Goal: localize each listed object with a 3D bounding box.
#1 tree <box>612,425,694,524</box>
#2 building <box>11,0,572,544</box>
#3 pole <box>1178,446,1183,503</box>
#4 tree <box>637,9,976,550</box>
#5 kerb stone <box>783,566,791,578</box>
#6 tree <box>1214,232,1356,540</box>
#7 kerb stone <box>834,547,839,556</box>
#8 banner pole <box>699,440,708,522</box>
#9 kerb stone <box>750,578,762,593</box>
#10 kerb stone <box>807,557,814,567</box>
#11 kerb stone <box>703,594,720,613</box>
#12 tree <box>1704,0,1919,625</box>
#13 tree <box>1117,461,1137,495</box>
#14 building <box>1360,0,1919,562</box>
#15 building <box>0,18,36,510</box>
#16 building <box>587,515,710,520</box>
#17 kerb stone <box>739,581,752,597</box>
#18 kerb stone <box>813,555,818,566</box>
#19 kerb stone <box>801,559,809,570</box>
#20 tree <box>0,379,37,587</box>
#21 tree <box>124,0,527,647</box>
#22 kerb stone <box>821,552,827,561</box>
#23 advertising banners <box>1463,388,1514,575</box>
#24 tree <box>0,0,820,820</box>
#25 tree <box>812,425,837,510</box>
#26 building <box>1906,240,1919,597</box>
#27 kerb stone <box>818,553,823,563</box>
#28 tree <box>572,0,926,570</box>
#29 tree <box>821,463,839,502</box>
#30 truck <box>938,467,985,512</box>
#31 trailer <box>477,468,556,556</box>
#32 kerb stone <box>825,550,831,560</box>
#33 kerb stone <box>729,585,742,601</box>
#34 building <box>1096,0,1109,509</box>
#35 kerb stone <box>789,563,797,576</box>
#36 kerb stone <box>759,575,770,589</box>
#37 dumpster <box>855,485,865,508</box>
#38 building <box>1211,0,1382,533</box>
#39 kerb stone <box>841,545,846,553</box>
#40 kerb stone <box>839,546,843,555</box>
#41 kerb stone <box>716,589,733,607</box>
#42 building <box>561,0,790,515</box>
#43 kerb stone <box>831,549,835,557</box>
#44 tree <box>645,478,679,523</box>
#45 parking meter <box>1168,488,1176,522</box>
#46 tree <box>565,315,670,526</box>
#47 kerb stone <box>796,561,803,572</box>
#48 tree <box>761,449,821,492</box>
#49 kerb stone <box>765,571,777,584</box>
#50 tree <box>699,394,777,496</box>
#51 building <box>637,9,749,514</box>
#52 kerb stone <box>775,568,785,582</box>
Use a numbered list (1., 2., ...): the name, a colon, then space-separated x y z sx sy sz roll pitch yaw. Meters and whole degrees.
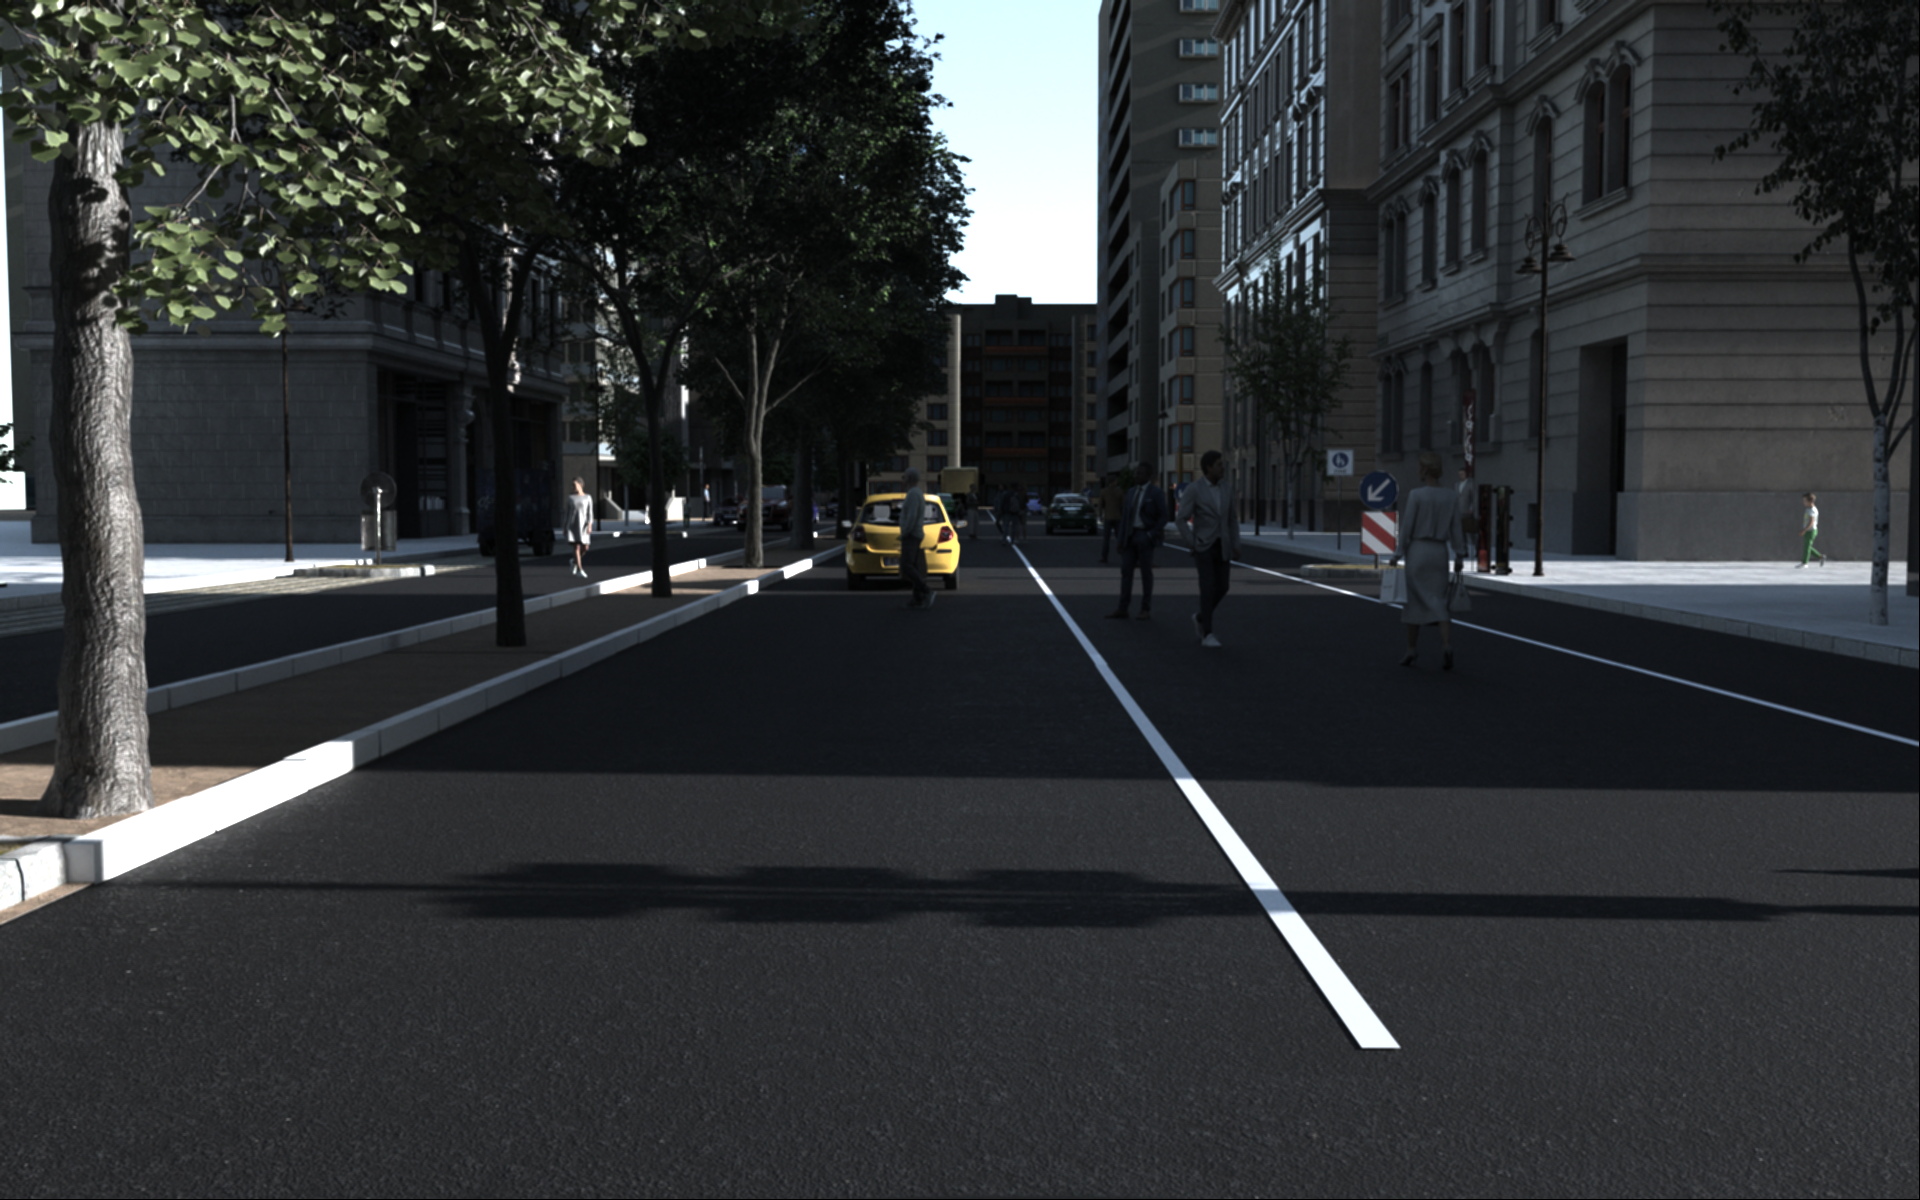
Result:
1. tree: -13.153 -5.532 74.161 4.285 4.588 4.351 0 3 0
2. building: -19.578 -11.901 45.488 10.553 20.767 40.483 0 4 1
3. pole: 9.426 -4.911 74.133 0.158 3.312 0.155 0 3 0
4. tree: -4.067 -8.246 43.937 9.857 13.997 8.962 0 3 0
5. kerb stone: -3.023 -0.442 29.426 0.120 0.150 1.000 0 4 1
6. tree: 9.230 -5.991 48.317 4.737 8.622 4.395 0 3 0
7. kerb stone: -2.934 -1.067 39.669 0.120 0.150 1.000 0 4 1
8. banner pole: -12.020 -5.545 80.685 0.401 3.779 0.863 -1 4 -21
9. kerb stone: -3.056 -0.191 25.327 0.120 0.150 1.000 0 4 1
10. kerb stone: -2.980 -0.693 33.521 0.120 0.150 1.000 0 4 1
11. kerb stone: -3.100 0.061 21.205 0.120 0.150 1.000 0 4 1
12. tree: 9.008 -4.046 16.510 4.360 8.622 3.978 0 3 0
13. tree: 10.103 -6.756 105.058 1.663 3.219 1.824 0 3 0
14. building: 19.145 -15.633 42.982 14.401 28.519 23.554 0 4 1
15. building: -63.311 -31.837 144.242 21.600 48.544 21.300 0 4 1
16. building: -30.700 -24.512 92.645 32.217 40.220 23.993 0 4 1
17. kerb stone: -3.071 -0.128 24.290 0.120 0.150 1.000 0 4 1
18. kerb stone: -2.979 -0.755 34.543 0.120 0.150 1.000 0 4 1
19. kerb stone: -2.998 -0.630 32.498 0.120 0.150 1.000 0 4 1
20. tree: -13.605 -1.788 23.831 1.663 3.219 1.824 0 3 0
21. tree: -4.190 -4.858 16.297 8.767 10.594 7.601 0 4 1
22. kerb stone: -2.966 -0.880 36.587 0.120 0.150 1.000 0 4 1
23. advertising banners: 8.556 -1.956 28.167 0.090 3.025 2.074 0 4 -5
24. tree: -3.972 -5.338 7.860 7.486 12.596 7.792 0 3 0
25. tree: -11.468 -11.827 143.730 4.360 8.622 3.978 0 3 0
26. building: 23.759 -13.479 13.890 24.014 27.812 14.314 0 4 1
27. kerb stone: -2.970 -0.815 35.565 0.120 0.150 1.000 0 4 1
28. tree: -3.867 -6.397 32.797 9.928 11.665 9.643 0 3 0
29. tree: -11.940 -10.685 158.414 4.285 4.588 4.351 0 3 0
30. truck: 0.034 -7.833 123.994 3.469 3.379 9.791 0 4 1
31. trailer: -10.217 -1.964 39.159 1.471 1.999 3.904 0 4 0
32. kerb stone: -2.955 -0.943 37.614 0.120 0.150 1.000 0 4 1
33. kerb stone: -3.083 -0.065 23.260 0.120 0.150 1.000 0 4 1
34. building: 18.982 -30.359 146.480 14.600 45.320 14.200 0 4 1
35. kerb stone: -3.018 -0.505 30.448 0.120 0.150 1.000 0 4 1
36. kerb stone: -3.053 -0.248 26.353 0.120 0.150 1.000 0 4 1
37. dumpster: -9.445 -9.084 153.473 1.985 2.255 1.502 0 4 1
38. building: 17.671 -16.565 68.099 12.463 27.353 25.104 0 4 1
39. kerb stone: -2.912 -1.194 41.722 0.120 0.150 1.000 0 4 1
40. kerb stone: -2.916 -1.128 40.691 0.120 0.150 1.000 0 4 1
41. kerb stone: -3.084 -0.002 22.233 0.120 0.150 1.000 0 4 1
42. building: -25.899 -27.318 138.524 23.993 40.220 32.217 0 4 1
43. kerb stone: -2.945 -1.006 38.636 0.120 0.150 1.000 0 4 1
44. tree: -13.181 -5.064 77.404 1.663 3.219 1.824 0 3 0
45. parking meter: 9.627 -4.301 78.726 0.372 1.533 0.369 0 3 0
46. tree: -13.538 -7.250 68.897 4.737 8.622 4.395 0 3 0
47. kerb stone: -3.013 -0.562 31.470 0.120 0.150 1.000 0 4 1
48. tree: -12.136 -8.124 116.546 4.285 4.588 4.351 0 3 0
49. kerb stone: -3.056 -0.317 27.375 0.120 0.150 1.000 0 4 1
50. tree: -12.047 -8.832 94.757 4.737 8.622 4.395 0 3 0
51. building: -21.041 -26.174 111.532 14.154 41.232 14.086 0 4 1
52. kerb stone: -3.034 -0.380 28.401 0.120 0.150 1.000 0 4 1
